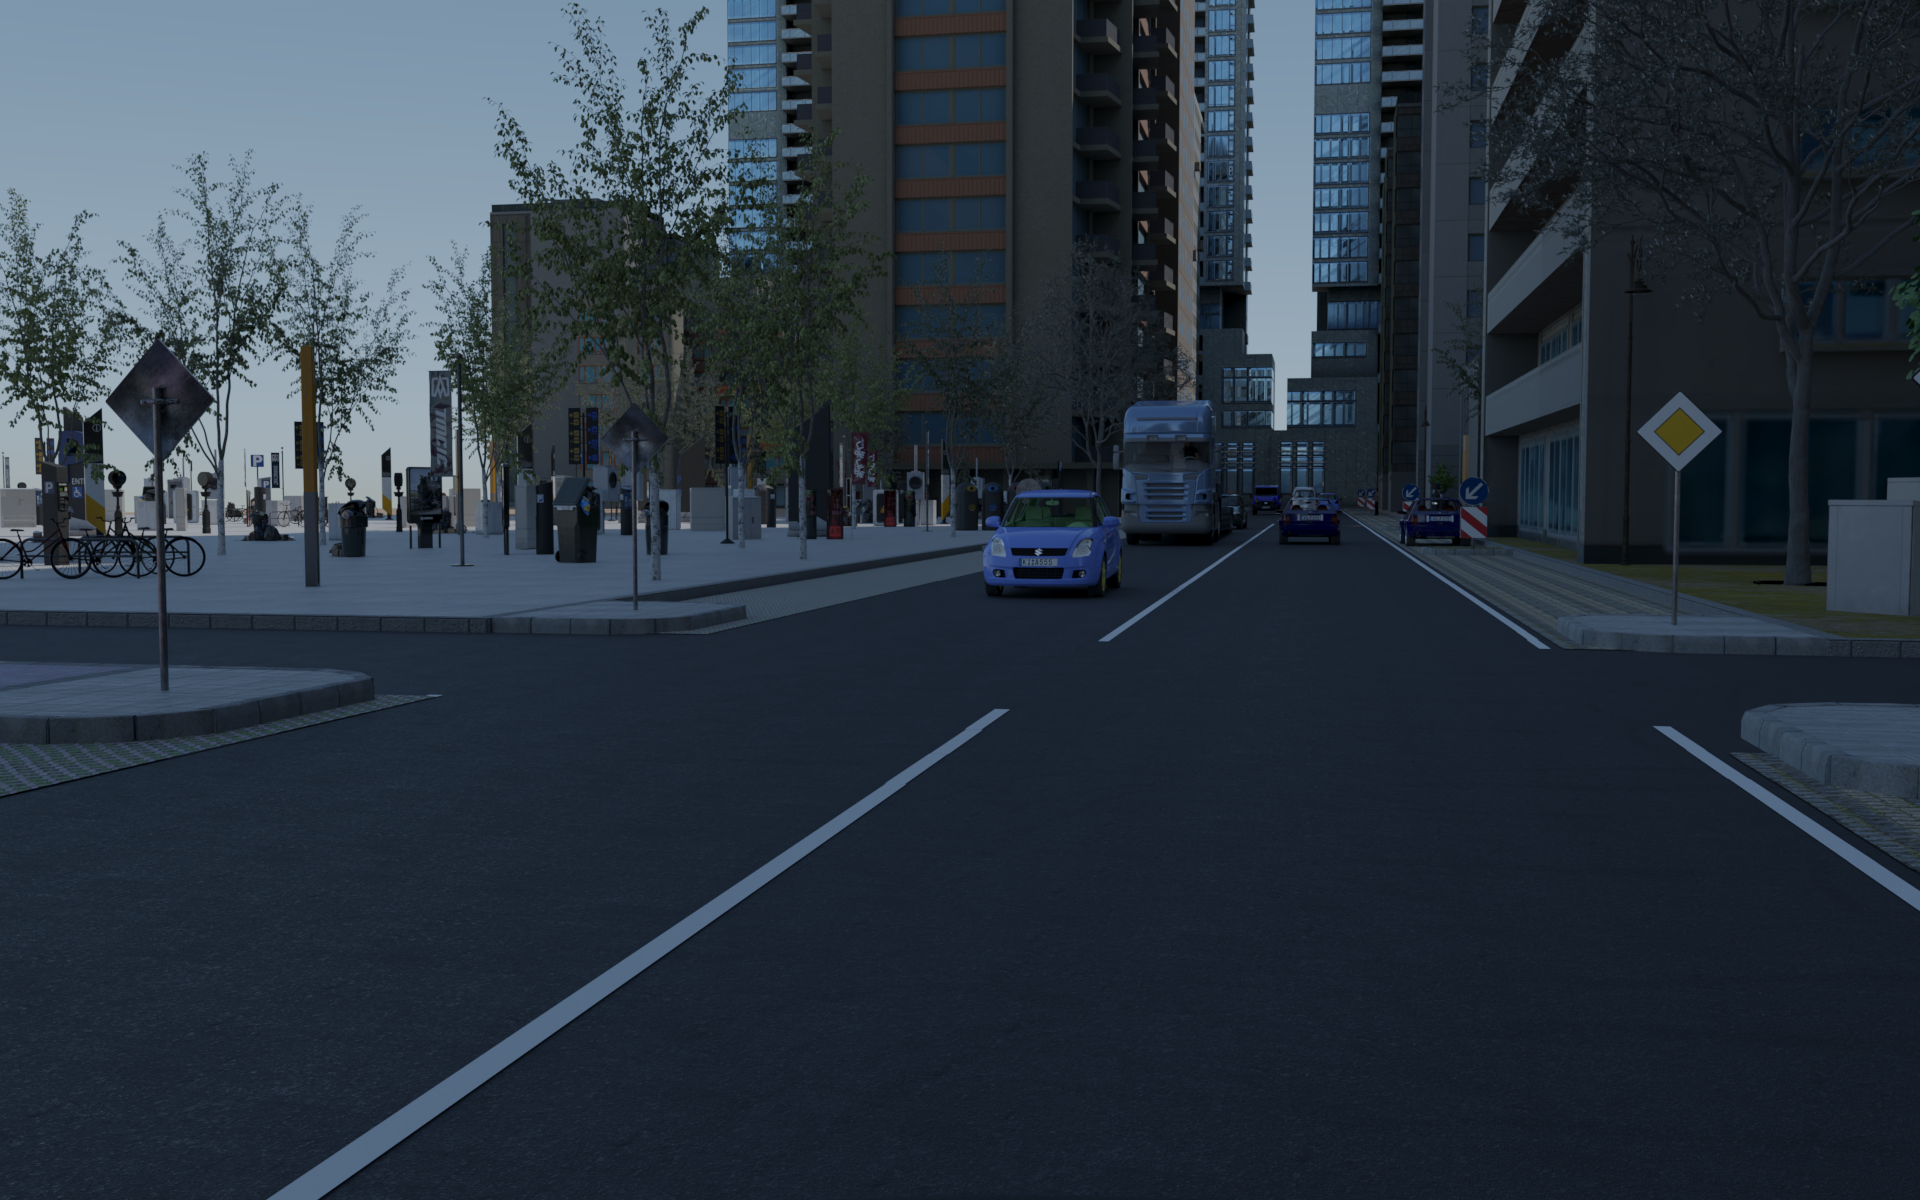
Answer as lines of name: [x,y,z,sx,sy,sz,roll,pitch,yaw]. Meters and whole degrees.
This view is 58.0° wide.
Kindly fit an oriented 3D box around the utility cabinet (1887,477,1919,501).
utility cabinet: [12.839,-0.886,23.168,0.318,1.500,1.173,0,4,2]

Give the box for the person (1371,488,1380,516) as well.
person: [27.516,-6.483,114.515,0.705,1.823,1.348,0,4,-8]

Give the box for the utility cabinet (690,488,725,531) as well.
utility cabinet: [-8.744,-3.139,59.994,1.173,1.500,0.318,-1,4,-18]

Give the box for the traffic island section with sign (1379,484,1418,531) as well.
traffic island section with sign: [17.569,-3.635,68.063,1.989,1.847,2.006,1,4,12]

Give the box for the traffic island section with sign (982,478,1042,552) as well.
traffic island section with sign: [1.694,-2.113,43.177,1.989,1.847,2.006,1,4,12]

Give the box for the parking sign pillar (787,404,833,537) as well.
parking sign pillar: [-4.510,-3.902,52.263,1.447,3.967,1.447,1,4,13]

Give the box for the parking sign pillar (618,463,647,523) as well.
parking sign pillar: [-14.464,-5.405,76.844,1.447,3.967,1.447,2,4,29]

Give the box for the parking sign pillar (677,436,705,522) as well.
parking sign pillar: [-12.355,-5.570,79.545,1.447,3.967,1.447,-3,5,-43]

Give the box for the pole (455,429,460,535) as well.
pole: [-15.774,-3.712,54.540,0.158,3.312,0.155,0,3,0]

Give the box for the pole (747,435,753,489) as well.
pole: [-7.310,-4.067,60.333,0.158,3.312,0.155,0,3,0]

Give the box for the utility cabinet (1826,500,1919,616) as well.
utility cabinet: [9.912,-0.462,18.708,0.306,1.237,1.020,-2,4,-25]

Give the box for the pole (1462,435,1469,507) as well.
pole: [17.466,-4.036,59.840,0.158,3.312,0.155,0,3,0]

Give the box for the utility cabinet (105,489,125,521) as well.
utility cabinet: [-40.154,-4.479,81.909,1.173,1.500,0.318,0,4,-2]

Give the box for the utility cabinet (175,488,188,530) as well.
utility cabinet: [-27.309,-3.187,60.780,0.318,1.500,1.173,-1,4,-21]

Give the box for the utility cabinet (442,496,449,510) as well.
utility cabinet: [-20.343,-3.439,67.394,1.020,1.237,0.306,1,4,14]

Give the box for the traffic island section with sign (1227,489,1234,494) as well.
traffic island section with sign: [22.765,-8.363,145.357,1.989,1.847,2.006,1,4,12]

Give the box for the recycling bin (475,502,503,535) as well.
recycling bin: [-14.925,-2.596,55.005,0.722,1.027,0.722,-3,4,-37]

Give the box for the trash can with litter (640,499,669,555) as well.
trash can with litter: [-6.496,-1.553,36.785,0.624,1.170,1.055,-1,4,-12]

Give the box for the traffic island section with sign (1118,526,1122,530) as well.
traffic island section with sign: [7.193,-3.745,69.859,1.989,1.847,2.006,1,4,12]

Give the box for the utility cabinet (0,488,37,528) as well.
utility cabinet: [-35.706,-3.484,65.644,1.173,1.500,0.318,-3,4,-37]

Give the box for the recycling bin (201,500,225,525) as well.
recycling bin: [-31.250,-3.665,72.484,0.722,1.027,0.722,3,5,44]

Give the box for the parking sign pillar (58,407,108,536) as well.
parking sign pillar: [-26.973,-3.956,53.159,1.447,3.967,1.447,1,4,13]

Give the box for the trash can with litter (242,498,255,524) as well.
trash can with litter: [-30.566,-3.872,74.696,1.055,1.170,0.624,2,4,31]

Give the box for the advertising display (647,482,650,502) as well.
advertising display: [-16.459,-5.250,91.059,0.123,1.923,0.974,-2,4,-30]

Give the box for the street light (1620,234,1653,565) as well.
street light: [11.985,-3.563,31.035,0.468,5.910,1.993,1,4,12]

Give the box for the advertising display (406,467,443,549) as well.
advertising display: [-12.652,-2.185,40.933,0.123,1.923,0.974,2,4,33]

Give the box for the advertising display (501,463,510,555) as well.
advertising display: [-9.631,-1.926,36.706,0.123,1.923,0.974,-1,4,-17]

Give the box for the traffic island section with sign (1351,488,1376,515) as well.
traffic island section with sign: [27.653,-6.628,117.003,1.989,1.847,2.006,1,4,12]

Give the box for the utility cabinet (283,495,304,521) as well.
utility cabinet: [-31.760,-4.370,82.609,1.020,1.237,0.306,1,4,19]

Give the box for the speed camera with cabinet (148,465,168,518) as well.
speed camera with cabinet: [-42.920,-6.108,94.195,2.038,3.252,0.660,1,4,15]

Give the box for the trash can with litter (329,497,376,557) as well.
trash can with litter: [-12.555,-1.467,35.372,1.055,1.170,0.624,3,5,41]

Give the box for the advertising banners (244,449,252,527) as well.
advertising banners: [-27.768,-4.361,67.488,0.090,3.025,2.074,-1,4,-17]

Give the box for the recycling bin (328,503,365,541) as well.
recycling bin: [-17.040,-2.176,48.135,0.722,1.027,0.722,2,4,27]

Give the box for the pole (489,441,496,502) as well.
pole: [-18.075,-4.473,66.973,0.158,3.312,0.155,0,3,0]

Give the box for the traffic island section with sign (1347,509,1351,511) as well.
traffic island section with sign: [33.170,-8.263,143.728,1.989,1.847,2.006,1,4,12]

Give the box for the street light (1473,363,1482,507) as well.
street light: [18.087,-5.356,60.358,0.468,5.910,1.993,1,4,12]

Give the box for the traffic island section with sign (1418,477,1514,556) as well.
traffic island section with sign: [11.996,-1.983,41.050,1.989,1.847,2.006,1,4,12]

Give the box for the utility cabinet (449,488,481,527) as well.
utility cabinet: [-19.284,-3.596,67.468,1.173,1.500,0.318,-3,5,-40]

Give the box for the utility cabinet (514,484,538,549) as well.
utility cabinet: [-10.086,-1.946,40.501,0.318,1.500,1.173,0,4,4]

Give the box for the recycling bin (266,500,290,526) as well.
recycling bin: [-27.311,-3.467,69.241,0.722,1.027,0.722,1,4,23]

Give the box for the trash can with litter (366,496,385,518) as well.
trash can with litter: [-31.441,-4.995,93.059,1.055,1.170,0.624,0,4,2]

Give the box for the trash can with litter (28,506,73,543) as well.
trash can with litter: [-24.149,-2.114,45.948,1.055,1.170,0.624,-3,5,-41]

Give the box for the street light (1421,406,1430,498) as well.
street light: [24.080,-7.151,89.703,0.468,5.910,1.993,1,4,12]

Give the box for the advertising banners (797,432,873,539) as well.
advertising banners: [-3.564,-3.224,48.894,2.074,3.025,0.090,0,4,6]

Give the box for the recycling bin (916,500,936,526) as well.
recycling bin: [-1.383,-3.571,70.939,0.722,1.027,0.722,1,4,9]

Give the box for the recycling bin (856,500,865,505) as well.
recycling bin: [-4.841,-4.157,80.515,0.722,1.027,0.722,1,4,9]

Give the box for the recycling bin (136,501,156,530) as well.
recycling bin: [-28.720,-2.990,61.446,0.722,1.027,0.722,0,4,-7]

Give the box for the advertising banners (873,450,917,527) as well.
advertising banners: [-2.699,-4.360,67.471,2.074,3.025,0.090,0,4,-2]

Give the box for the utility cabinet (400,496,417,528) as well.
utility cabinet: [-21.020,-3.359,66.084,0.306,1.237,1.020,1,4,10]

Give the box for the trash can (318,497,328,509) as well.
trash can: [-37.614,-5.534,102.138,0.748,1.137,0.748,0,3,0]

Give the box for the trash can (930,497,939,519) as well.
trash can: [-1.400,-4.518,85.514,0.748,1.137,0.748,0,3,0]

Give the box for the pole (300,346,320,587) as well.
pole: [-8.976,-1.840,23.924,0.158,3.312,0.155,0,3,0]

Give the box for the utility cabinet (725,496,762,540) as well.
utility cabinet: [-6.087,-2.310,48.932,0.306,1.237,1.020,3,5,45]

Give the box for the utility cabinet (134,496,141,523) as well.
utility cabinet: [-35.693,-3.956,75.843,1.020,1.237,0.306,2,4,24]
